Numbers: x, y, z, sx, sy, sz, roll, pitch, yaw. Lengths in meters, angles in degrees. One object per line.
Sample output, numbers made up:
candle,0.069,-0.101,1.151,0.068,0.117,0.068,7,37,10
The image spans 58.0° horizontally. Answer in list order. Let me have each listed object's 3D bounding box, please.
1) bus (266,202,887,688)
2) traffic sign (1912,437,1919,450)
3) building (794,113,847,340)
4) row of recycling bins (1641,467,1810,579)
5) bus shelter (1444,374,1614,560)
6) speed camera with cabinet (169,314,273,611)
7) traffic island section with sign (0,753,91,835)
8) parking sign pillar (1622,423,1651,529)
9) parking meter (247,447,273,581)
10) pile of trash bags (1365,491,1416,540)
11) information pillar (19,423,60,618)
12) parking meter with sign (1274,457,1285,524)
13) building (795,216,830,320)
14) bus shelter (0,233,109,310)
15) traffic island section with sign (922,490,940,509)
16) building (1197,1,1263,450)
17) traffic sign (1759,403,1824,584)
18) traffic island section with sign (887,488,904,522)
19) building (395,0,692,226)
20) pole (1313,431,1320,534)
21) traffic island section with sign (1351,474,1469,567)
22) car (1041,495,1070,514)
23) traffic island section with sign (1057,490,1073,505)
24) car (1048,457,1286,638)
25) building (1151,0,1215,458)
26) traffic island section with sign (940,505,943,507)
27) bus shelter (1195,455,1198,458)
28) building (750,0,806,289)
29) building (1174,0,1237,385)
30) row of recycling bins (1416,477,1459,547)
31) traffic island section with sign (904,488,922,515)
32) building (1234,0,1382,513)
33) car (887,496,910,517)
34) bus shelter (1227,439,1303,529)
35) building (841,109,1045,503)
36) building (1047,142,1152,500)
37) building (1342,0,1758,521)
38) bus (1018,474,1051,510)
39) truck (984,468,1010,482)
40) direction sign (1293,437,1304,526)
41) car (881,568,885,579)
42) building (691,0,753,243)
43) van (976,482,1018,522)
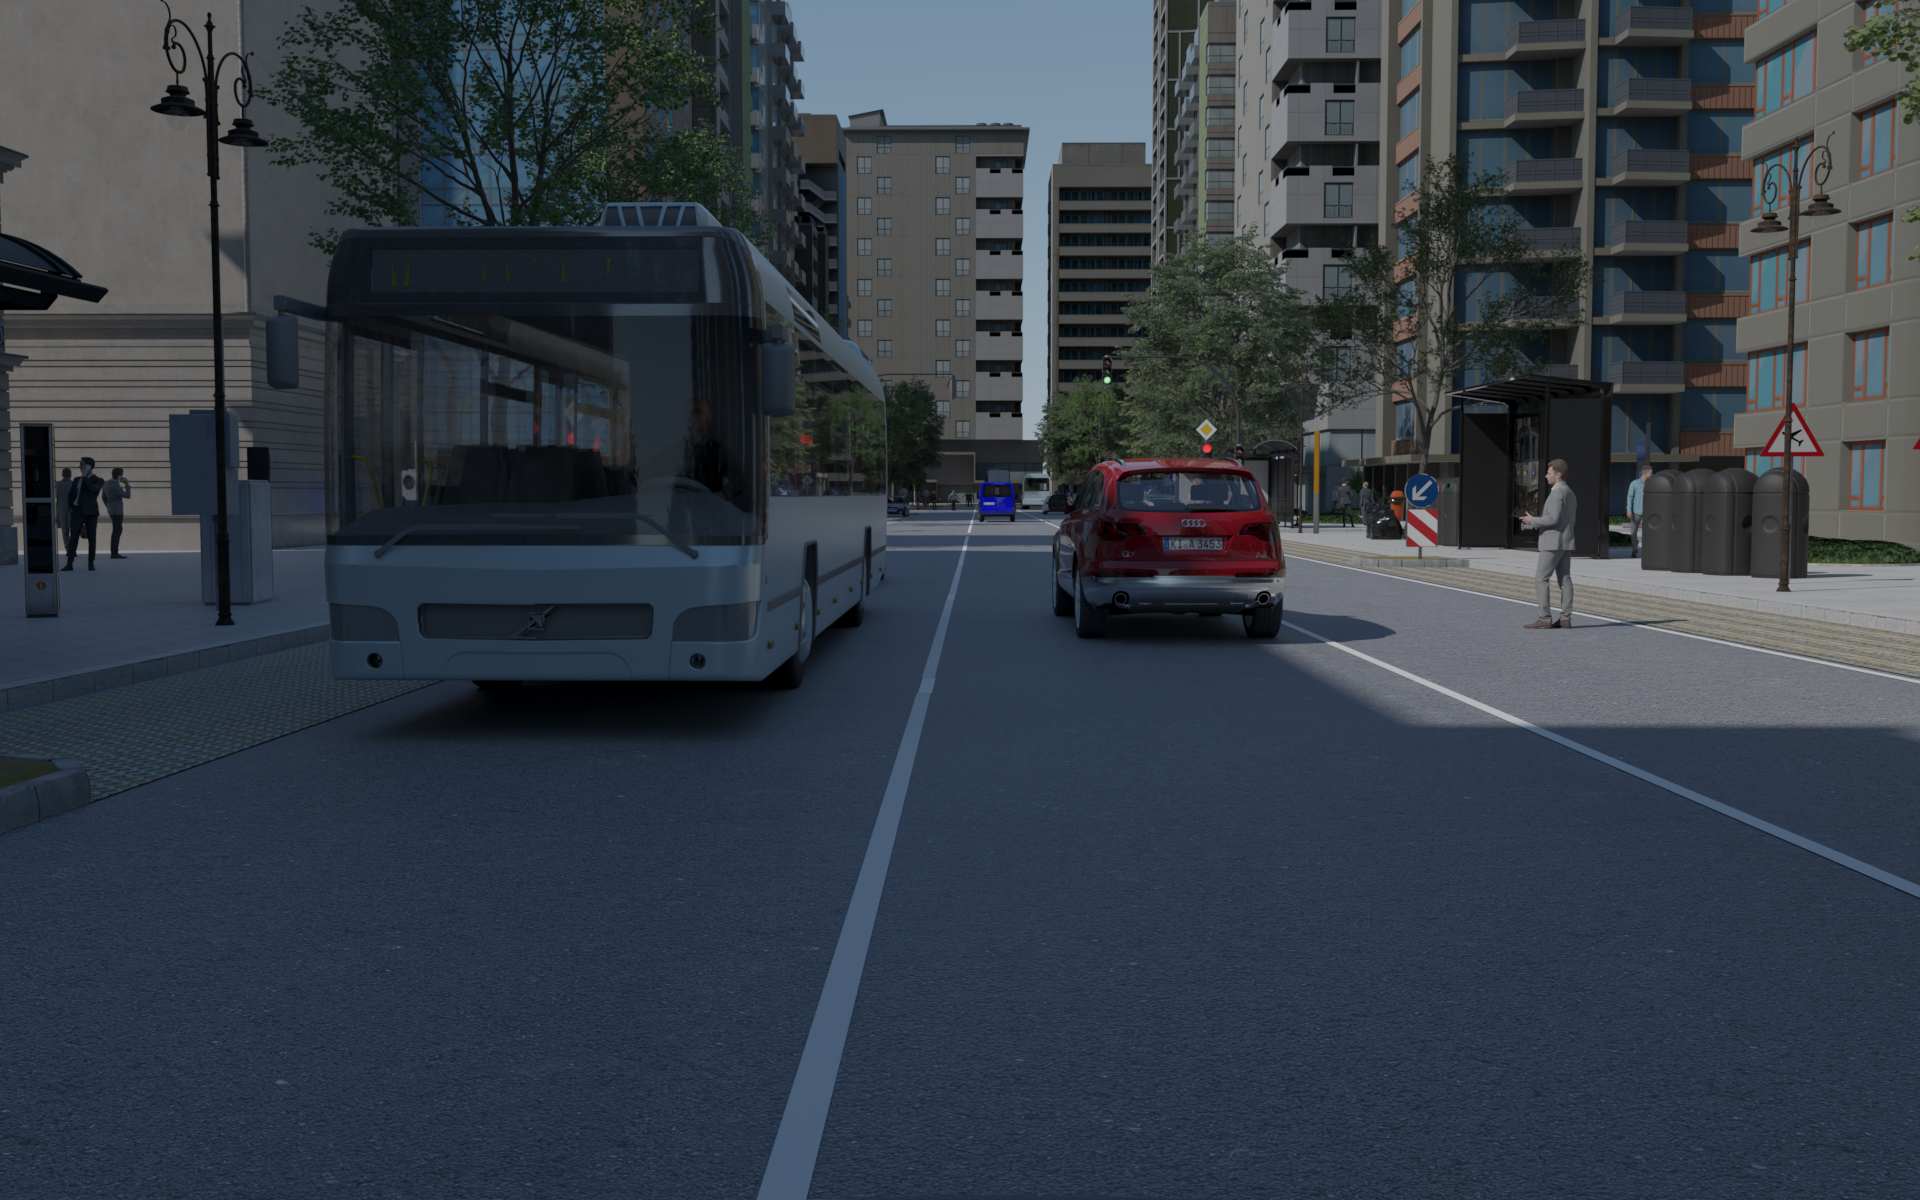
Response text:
bus,-2.329,-1.267,15.580,2.948,3.499,13.247,0,4,1
traffic sign,11.850,-1.268,20.742,0.884,2.594,0.081,0,4,8
building,-20.711,-33.672,200.649,14.200,45.320,14.600,0,4,1
row of recycling bins,12.225,-1.268,27.846,1.069,1.692,3.534,-1,4,-13
bus shelter,11.999,-2.793,36.946,1.731,3.624,6.357,0,4,0
speed camera with cabinet,-8.434,-1.556,19.781,0.660,3.252,2.038,0,4,-8
traffic island section with sign,-5.025,0.067,7.528,1.989,1.847,2.006,0,4,1
parking sign pillar,25.619,-4.675,64.910,1.447,3.967,1.447,1,4,22
parking meter,-8.748,-0.975,21.650,0.255,1.863,0.399,-1,4,-19
pile of trash bags,12.668,-2.461,49.985,1.912,1.369,3.447,1,4,11
information pillar,-9.567,-0.827,18.015,0.304,2.012,0.304,-2,4,-24
parking meter with sign,13.189,-4.759,74.067,1.738,3.016,0.543,-3,5,-44
building,-21.028,-24.886,178.588,14.160,30.474,14.107,0,4,1
bus shelter,-7.610,-1.026,10.700,2.014,3.302,5.546,0,4,0
traffic island section with sign,-3.203,-9.715,167.475,1.989,1.847,2.006,0,4,1
building,27.157,-28.409,148.083,14.154,41.232,14.086,0,4,1
traffic sign,11.837,-1.511,24.706,0.884,2.594,0.081,0,4,6
traffic island section with sign,-4.077,-4.985,90.137,1.989,1.847,2.006,0,4,1
building,-22.222,-26.991,91.407,14.600,45.320,14.200,0,4,1
pole,11.512,-3.795,55.887,0.158,3.312,0.155,0,3,0
traffic island section with sign,8.900,-1.584,34.522,1.989,1.847,2.006,0,4,1
car,6.825,-6.769,123.035,2.083,1.381,4.827,0,4,1
traffic island section with sign,10.410,-9.678,166.855,1.989,1.847,2.006,0,4,1
car,2.139,-0.619,18.788,2.281,1.827,5.304,0,4,-1
building,30.762,-46.372,196.442,20.563,71.187,20.611,0,4,1
traffic island section with sign,-2.872,-11.409,195.168,1.989,1.847,2.006,0,4,1
bus shelter,12.398,-5.888,90.198,2.014,3.302,5.546,0,4,1
building,-25.796,-32.797,155.834,23.786,49.044,30.456,0,4,1
building,32.984,-33.670,170.115,23.786,49.044,30.456,0,4,1
row of recycling bins,12.367,-2.244,43.808,1.069,1.692,3.534,0,4,2
traffic island section with sign,-3.772,-6.634,117.090,1.989,1.847,2.006,0,4,1
building,35.213,-32.789,125.341,28.713,52.752,27.495,0,4,1
car,-4.098,-5.858,108.360,1.945,1.354,3.894,0,4,2
bus shelter,11.662,-4.452,66.706,2.014,3.302,5.546,0,4,1
building,-2.124,-40.139,245.505,27.495,52.752,28.713,0,4,1
building,22.903,-37.785,241.488,21.600,48.544,21.300,0,4,1
building,34.100,-26.285,84.382,28.867,44.769,22.147,0,4,1
bus,7.060,-10.286,163.032,2.948,3.499,13.247,0,4,1
truck,3.988,-12.320,190.351,2.839,4.237,11.283,0,4,-1
direction sign,13.514,-4.729,69.308,0.379,3.537,0.876,3,4,38
car,-2.200,-1.158,27.730,1.959,1.807,4.718,0,4,2
building,-21.460,-26.302,113.626,14.154,41.232,14.086,0,4,1
van,1.944,-5.266,90.486,2.240,2.365,5.245,0,4,1
